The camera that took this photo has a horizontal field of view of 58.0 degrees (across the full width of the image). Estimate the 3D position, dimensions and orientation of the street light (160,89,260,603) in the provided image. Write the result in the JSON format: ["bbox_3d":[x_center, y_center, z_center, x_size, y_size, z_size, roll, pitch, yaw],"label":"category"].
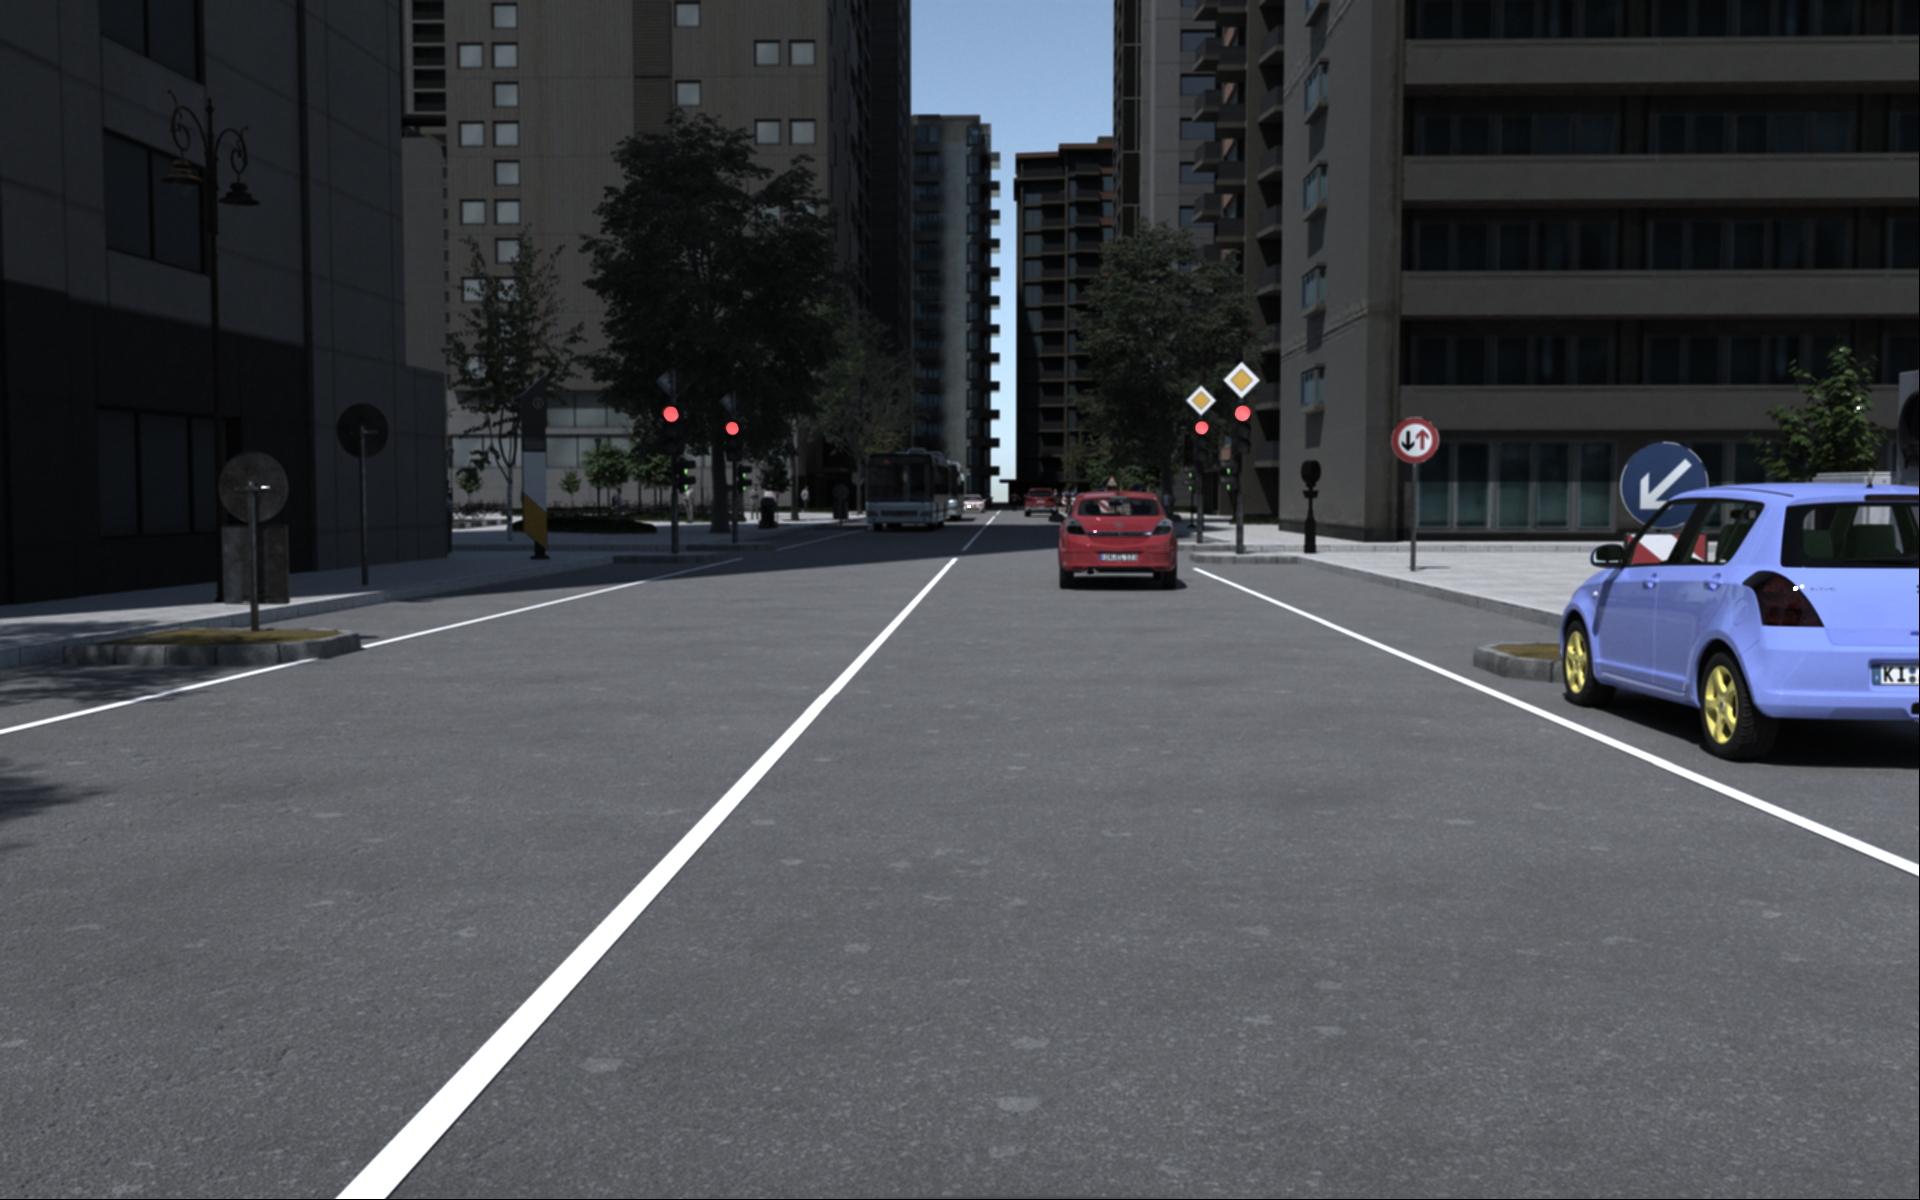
[{"bbox_3d":[-8.747,-2.910,20.366,0.468,5.910,1.993,0,4,2],"label":"street light"}]

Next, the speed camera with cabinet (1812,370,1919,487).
[{"bbox_3d":[6.978,-1.125,12.730,0.660,3.252,2.038,0,4,3],"label":"speed camera with cabinet"}]

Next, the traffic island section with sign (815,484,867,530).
[{"bbox_3d":[-4.782,-3.749,69.931,1.989,1.847,2.006,0,4,2],"label":"traffic island section with sign"}]

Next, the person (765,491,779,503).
[{"bbox_3d":[-9.742,-5.082,89.802,0.731,1.740,0.598,-1,4,-23],"label":"person"}]

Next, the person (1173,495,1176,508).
[{"bbox_3d":[10.166,-4.594,83.758,0.523,1.515,0.503,3,4,36],"label":"person"}]

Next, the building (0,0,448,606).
[{"bbox_3d":[-21.029,-35.774,23.158,20.611,71.187,20.563,0,4,2],"label":"building"}]

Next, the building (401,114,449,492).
[{"bbox_3d":[-58.108,-30.920,189.131,14.086,41.232,14.154,0,4,2],"label":"building"}]

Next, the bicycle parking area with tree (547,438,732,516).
[{"bbox_3d":[-18.254,-6.434,92.198,9.016,4.147,8.231,2,4,27],"label":"bicycle parking area with tree"}]

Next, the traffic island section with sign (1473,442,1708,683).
[{"bbox_3d":[5.254,-0.323,13.911,1.989,1.847,2.006,0,4,2],"label":"traffic island section with sign"}]

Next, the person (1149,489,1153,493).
[{"bbox_3d":[11.132,-5.780,100.795,0.529,1.795,0.600,1,4,10],"label":"person"}]

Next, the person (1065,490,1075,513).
[{"bbox_3d":[8.166,-7.319,128.965,0.742,1.727,0.445,-3,4,-37],"label":"person"}]

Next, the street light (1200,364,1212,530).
[{"bbox_3d":[8.677,-5.450,61.902,0.468,5.910,1.993,0,4,2],"label":"street light"}]

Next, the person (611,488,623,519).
[{"bbox_3d":[-12.641,-3.398,64.201,0.523,1.515,0.503,-2,4,-25],"label":"person"}]

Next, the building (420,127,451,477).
[{"bbox_3d":[-38.515,-29.771,178.634,23.993,40.220,32.217,0,4,2],"label":"building"}]

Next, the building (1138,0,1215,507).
[{"bbox_3d":[24.395,-36.165,133.290,21.231,58.520,28.212,0,4,2],"label":"building"}]

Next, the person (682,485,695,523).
[{"bbox_3d":[-11.947,-4.272,76.092,0.606,1.804,0.583,1,4,10],"label":"person"}]

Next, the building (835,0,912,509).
[{"bbox_3d":[-15.935,-45.536,182.769,20.611,71.187,20.563,0,4,2],"label":"building"}]

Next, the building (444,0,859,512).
[{"bbox_3d":[-22.200,-33.307,133.805,28.713,52.752,27.495,0,4,2],"label":"building"}]

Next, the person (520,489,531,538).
[{"bbox_3d":[-12.623,-2.747,50.975,0.660,1.820,0.620,-3,5,-41],"label":"person"}]

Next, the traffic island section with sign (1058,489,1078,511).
[{"bbox_3d":[9.492,-8.438,146.590,1.989,1.847,2.006,0,4,2],"label":"traffic island section with sign"}]

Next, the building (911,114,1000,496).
[{"bbox_3d":[-10.190,-36.584,217.757,30.456,49.044,23.786,0,4,2],"label":"building"}]

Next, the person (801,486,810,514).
[{"bbox_3d":[-10.144,-6.567,113.263,0.795,1.843,0.661,3,5,40],"label":"person"}]

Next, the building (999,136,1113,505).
[{"bbox_3d":[19.458,-34.268,214.910,28.867,44.769,22.147,0,4,2],"label":"building"}]

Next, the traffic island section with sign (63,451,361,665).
[{"bbox_3d":[-6.516,-0.417,15.443,1.989,1.847,2.006,0,4,2],"label":"traffic island section with sign"}]

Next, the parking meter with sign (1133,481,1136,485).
[{"bbox_3d":[10.041,-6.239,98.267,0.543,3.016,1.738,0,4,-2],"label":"parking meter with sign"}]

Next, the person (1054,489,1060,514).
[{"bbox_3d":[6.436,-6.613,117.022,0.661,1.777,0.834,3,5,42],"label":"person"}]

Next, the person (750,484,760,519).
[{"bbox_3d":[-10.400,-4.988,87.781,0.511,1.800,0.466,-1,4,-22],"label":"person"}]

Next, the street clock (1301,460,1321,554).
[{"bbox_3d":[7.575,-2.009,37.421,0.358,2.002,0.471,3,5,41],"label":"street clock"}]

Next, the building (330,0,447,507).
[{"bbox_3d":[-63.879,-47.623,216.892,20.611,71.187,20.563,0,4,2],"label":"building"}]

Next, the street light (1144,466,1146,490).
[{"bbox_3d":[9.691,-7.214,90.736,0.468,5.910,1.993,0,4,2],"label":"street light"}]

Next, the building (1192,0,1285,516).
[{"bbox_3d":[24.925,-27.164,98.757,22.147,44.769,28.867,0,4,2],"label":"building"}]

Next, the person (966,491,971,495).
[{"bbox_3d":[0.851,-10.009,172.592,0.683,1.767,0.568,1,4,18],"label":"person"}]

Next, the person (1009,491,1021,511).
[{"bbox_3d":[4.656,-8.432,147.050,1.217,1.739,0.721,3,4,39],"label":"person"}]

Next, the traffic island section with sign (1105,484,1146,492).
[{"bbox_3d":[7.053,-3.772,70.294,1.989,1.847,2.006,0,4,2],"label":"traffic island section with sign"}]

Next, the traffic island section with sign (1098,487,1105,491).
[{"bbox_3d":[7.929,-5.447,97.691,1.989,1.847,2.006,0,4,2],"label":"traffic island section with sign"}]

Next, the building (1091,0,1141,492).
[{"bbox_3d":[24.603,-45.453,181.406,20.563,71.187,20.611,0,4,2],"label":"building"}]

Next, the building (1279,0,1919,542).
[{"bbox_3d":[21.588,-26.372,54.888,21.600,48.544,21.300,0,4,2],"label":"building"}]

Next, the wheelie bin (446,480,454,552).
[{"bbox_3d":[-11.542,-1.841,38.014,0.980,1.594,0.693,0,4,4],"label":"wheelie bin"}]

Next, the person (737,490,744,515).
[{"bbox_3d":[-10.962,-4.873,86.130,0.576,1.772,0.534,1,4,23],"label":"person"}]

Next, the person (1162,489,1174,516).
[{"bbox_3d":[8.819,-3.957,73.341,0.503,1.515,0.523,1,4,10],"label":"person"}]

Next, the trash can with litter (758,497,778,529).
[{"bbox_3d":[-7.156,-3.328,65.796,0.624,1.170,1.055,-2,4,-26],"label":"trash can with litter"}]

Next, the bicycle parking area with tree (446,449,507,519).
[{"bbox_3d":[-29.608,-6.221,88.719,8.231,4.147,9.016,3,5,40],"label":"bicycle parking area with tree"}]

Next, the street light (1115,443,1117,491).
[{"bbox_3d":[10.726,-8.971,119.464,0.468,5.910,1.993,0,4,2],"label":"street light"}]
